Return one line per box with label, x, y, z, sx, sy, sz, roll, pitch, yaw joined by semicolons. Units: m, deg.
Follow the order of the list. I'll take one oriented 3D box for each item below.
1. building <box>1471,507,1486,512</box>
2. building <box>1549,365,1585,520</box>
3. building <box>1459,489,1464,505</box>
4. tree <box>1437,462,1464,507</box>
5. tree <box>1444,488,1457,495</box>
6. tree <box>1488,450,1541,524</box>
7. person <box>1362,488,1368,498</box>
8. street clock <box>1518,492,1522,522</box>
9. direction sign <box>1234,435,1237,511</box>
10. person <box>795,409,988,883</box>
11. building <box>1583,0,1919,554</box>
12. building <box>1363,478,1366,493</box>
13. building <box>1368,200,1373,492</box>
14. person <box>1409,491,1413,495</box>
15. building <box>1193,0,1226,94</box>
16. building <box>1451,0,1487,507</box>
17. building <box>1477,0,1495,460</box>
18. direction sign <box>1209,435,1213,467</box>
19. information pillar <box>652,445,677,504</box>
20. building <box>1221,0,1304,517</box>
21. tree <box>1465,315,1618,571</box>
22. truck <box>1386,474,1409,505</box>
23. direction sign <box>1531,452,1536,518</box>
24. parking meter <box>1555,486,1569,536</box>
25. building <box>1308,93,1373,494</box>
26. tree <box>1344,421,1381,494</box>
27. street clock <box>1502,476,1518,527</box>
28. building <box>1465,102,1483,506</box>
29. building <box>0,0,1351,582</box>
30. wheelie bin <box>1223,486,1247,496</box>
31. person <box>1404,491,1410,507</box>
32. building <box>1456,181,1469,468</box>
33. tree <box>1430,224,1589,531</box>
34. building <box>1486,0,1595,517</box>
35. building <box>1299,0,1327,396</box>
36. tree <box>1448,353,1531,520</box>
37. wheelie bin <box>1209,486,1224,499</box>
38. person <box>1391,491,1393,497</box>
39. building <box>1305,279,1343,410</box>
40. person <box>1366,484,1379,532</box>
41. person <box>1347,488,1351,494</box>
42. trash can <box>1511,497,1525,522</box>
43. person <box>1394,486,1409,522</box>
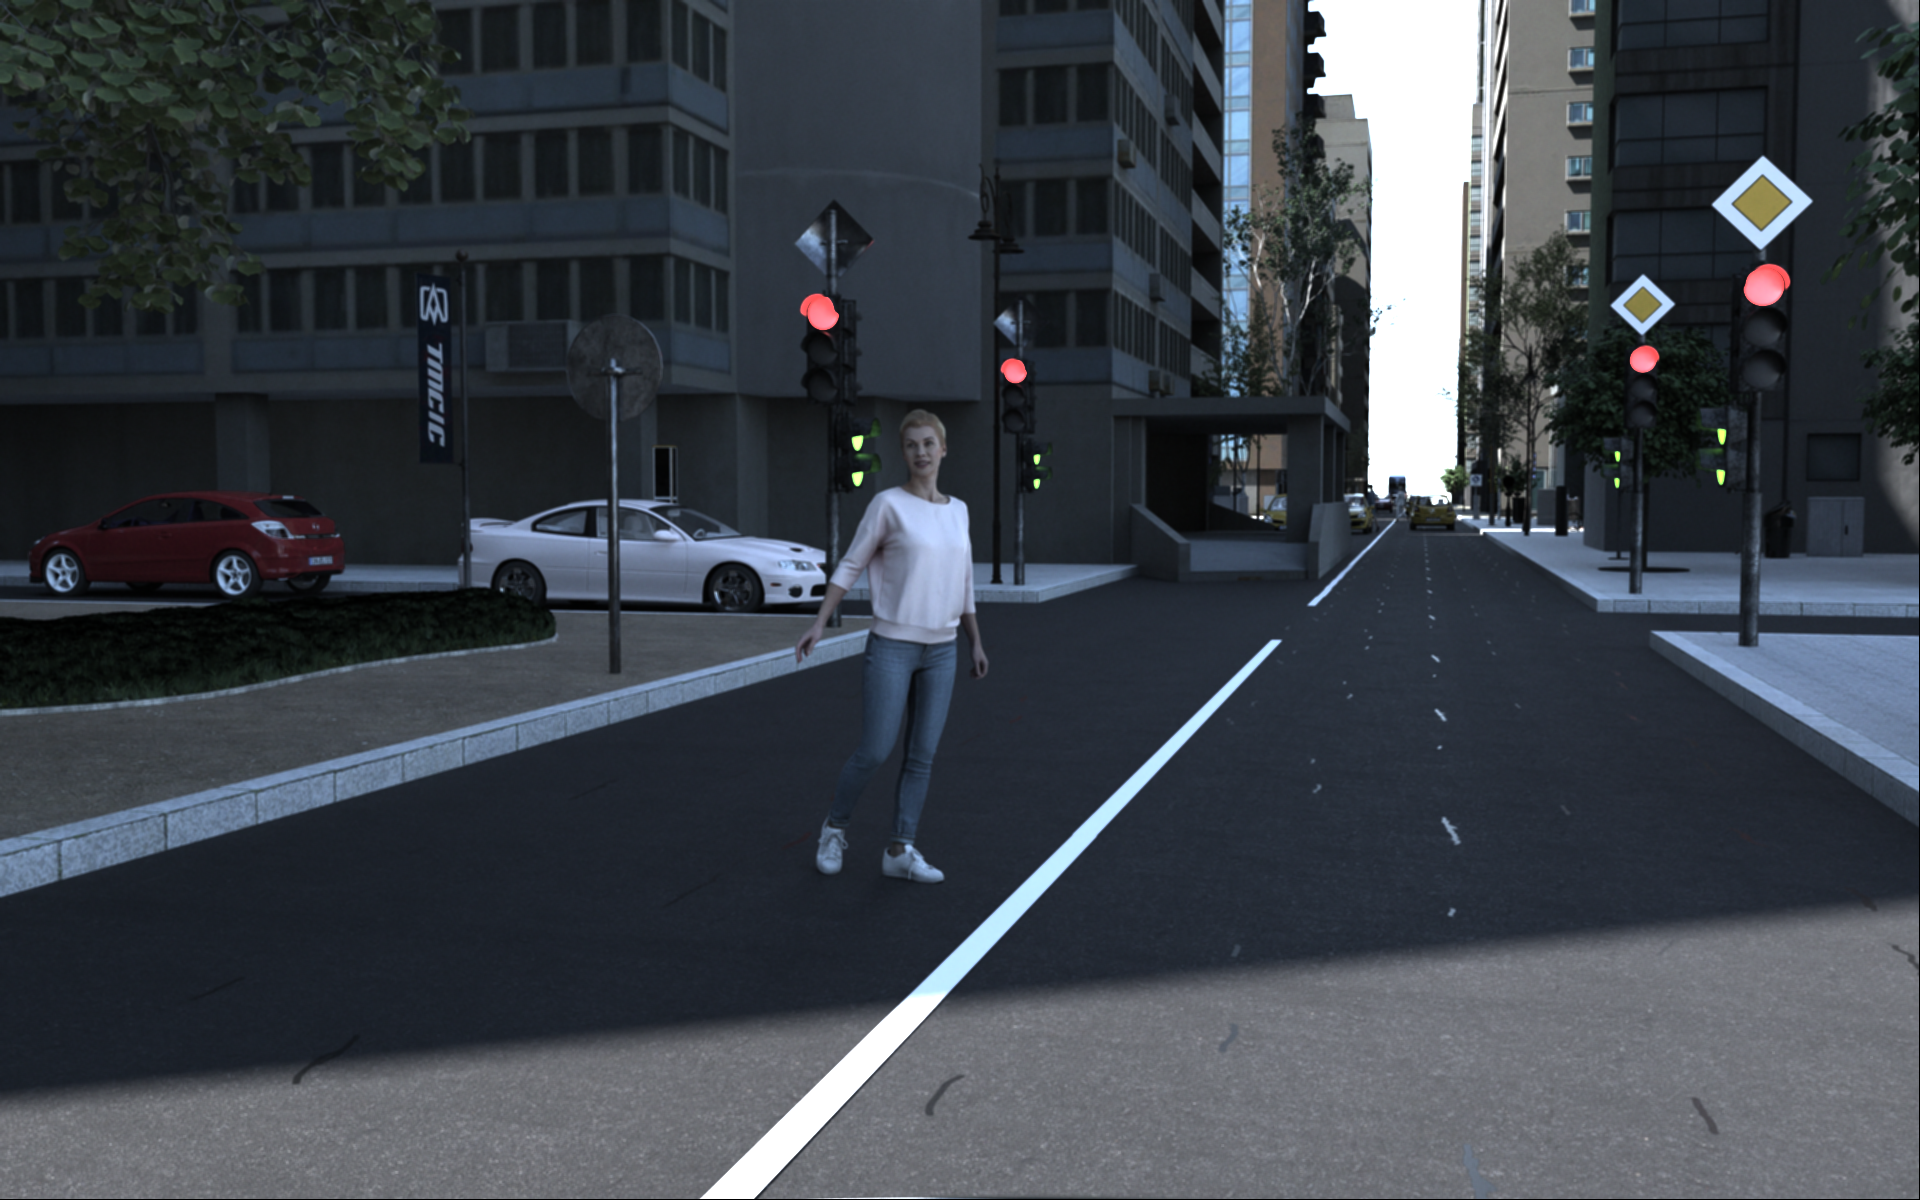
building;48.496;-42.022;125.319;20.563;71.187;20.611;1;4;15
building;38.938;-46.574;74.164;22.319;86.520;31.000;1;4;15
building;74.501;-30.986;198.496;32.217;40.220;23.993;1;4;15
tree;50.149;-11.747;175.770;4.285;4.588;4.351;0;3;0
tree;56.300;-12.482;198.682;1.663;3.219;1.824;0;3;0
tree;24.174;-4.931;75.222;1.663;3.219;1.824;0;3;0
person;28.977;-7.037;123.521;1.348;1.831;0.705;-1;4;-17
street clock;25.033;-4.478;77.784;0.358;2.002;0.471;2;4;27
direction sign;8.453;-3.745;53.226;0.379;3.537;0.876;0;4;6
person;-0.322;0.167;6.447;0.598;1.740;0.731;3;5;44
building;22.919;-21.934;42.215;14.154;41.232;14.086;1;4;15
building;29.155;-30.756;194.735;32.217;40.220;23.993;1;4;15
building;47.614;-33.541;231.983;14.154;41.232;14.086;1;4;15
person;58.312;-13.165;223.765;1.348;1.821;0.705;2;4;27
building;-1.203;-27.258;69.366;21.300;48.544;21.600;1;4;15
building;74.023;-47.875;221.005;20.563;71.187;20.611;1;4;15
building;55.964;-37.145;149.324;21.231;58.520;28.212;1;4;15
direction sign;6.979;-3.533;49.767;0.379;3.537;0.876;-2;4;-27
information pillar;-4.473;-1.333;26.292;0.304;2.012;0.304;0;4;6
building;13.365;-27.857;105.574;14.600;45.320;14.200;1;4;15
tree;11.502;-2.761;28.856;4.285;4.588;4.351;0;3;0
truck;60.305;-15.227;238.725;2.967;4.110;18.799;1;4;14
direction sign;30.830;-6.207;93.485;0.379;3.537;0.876;-1;4;-10
parking meter;18.454;-2.732;53.087;0.372;1.533;0.369;0;3;0
building;39.859;-36.189;215.389;21.300;48.544;21.600;1;4;15
tree;39.031;-13.430;169.940;4.360;8.622;3.978;0;3;0
street clock;21.665;-3.904;68.408;0.471;2.002;0.358;1;4;22
building;60.686;-30.512;182.466;14.154;41.232;14.086;1;4;15
building;-7.758;-21.212;38.704;32.217;40.220;23.993;1;4;15
wheelie bin;13.567;-4.680;84.418;0.693;1.594;0.980;-3;5;-43
person;48.219;-10.902;187.454;1.217;1.736;0.721;-1;4;-9
building;76.109;-36.031;239.217;14.600;45.320;14.200;1;4;15
tree;19.906;-7.650;59.484;7.601;10.594;8.767;0;4;6
building;43.875;-29.445;105.131;21.300;48.544;21.600;1;4;15
building;15.173;-28.919;127.452;22.147;44.769;28.867;1;4;15
tree;26.644;-8.297;86.024;4.360;8.622;3.978;0;3;0
wheelie bin;14.349;-5.401;96.220;0.980;1.594;0.693;-2;4;-34
person;50.335;-11.796;202.072;0.721;1.735;1.217;0;4;-3
building;19.788;-19.066;156.767;27.650;21.520;28.899;1;4;15
person;15.670;-3.509;65.901;0.581;1.822;0.654;-2;4;-27
person;19.736;-4.814;87.886;0.598;1.740;0.731;-3;5;-41
trash can;25.414;-4.100;78.687;0.748;1.137;0.748;0;3;0
person;22.659;-4.922;88.855;0.818;1.842;0.514;3;4;36
